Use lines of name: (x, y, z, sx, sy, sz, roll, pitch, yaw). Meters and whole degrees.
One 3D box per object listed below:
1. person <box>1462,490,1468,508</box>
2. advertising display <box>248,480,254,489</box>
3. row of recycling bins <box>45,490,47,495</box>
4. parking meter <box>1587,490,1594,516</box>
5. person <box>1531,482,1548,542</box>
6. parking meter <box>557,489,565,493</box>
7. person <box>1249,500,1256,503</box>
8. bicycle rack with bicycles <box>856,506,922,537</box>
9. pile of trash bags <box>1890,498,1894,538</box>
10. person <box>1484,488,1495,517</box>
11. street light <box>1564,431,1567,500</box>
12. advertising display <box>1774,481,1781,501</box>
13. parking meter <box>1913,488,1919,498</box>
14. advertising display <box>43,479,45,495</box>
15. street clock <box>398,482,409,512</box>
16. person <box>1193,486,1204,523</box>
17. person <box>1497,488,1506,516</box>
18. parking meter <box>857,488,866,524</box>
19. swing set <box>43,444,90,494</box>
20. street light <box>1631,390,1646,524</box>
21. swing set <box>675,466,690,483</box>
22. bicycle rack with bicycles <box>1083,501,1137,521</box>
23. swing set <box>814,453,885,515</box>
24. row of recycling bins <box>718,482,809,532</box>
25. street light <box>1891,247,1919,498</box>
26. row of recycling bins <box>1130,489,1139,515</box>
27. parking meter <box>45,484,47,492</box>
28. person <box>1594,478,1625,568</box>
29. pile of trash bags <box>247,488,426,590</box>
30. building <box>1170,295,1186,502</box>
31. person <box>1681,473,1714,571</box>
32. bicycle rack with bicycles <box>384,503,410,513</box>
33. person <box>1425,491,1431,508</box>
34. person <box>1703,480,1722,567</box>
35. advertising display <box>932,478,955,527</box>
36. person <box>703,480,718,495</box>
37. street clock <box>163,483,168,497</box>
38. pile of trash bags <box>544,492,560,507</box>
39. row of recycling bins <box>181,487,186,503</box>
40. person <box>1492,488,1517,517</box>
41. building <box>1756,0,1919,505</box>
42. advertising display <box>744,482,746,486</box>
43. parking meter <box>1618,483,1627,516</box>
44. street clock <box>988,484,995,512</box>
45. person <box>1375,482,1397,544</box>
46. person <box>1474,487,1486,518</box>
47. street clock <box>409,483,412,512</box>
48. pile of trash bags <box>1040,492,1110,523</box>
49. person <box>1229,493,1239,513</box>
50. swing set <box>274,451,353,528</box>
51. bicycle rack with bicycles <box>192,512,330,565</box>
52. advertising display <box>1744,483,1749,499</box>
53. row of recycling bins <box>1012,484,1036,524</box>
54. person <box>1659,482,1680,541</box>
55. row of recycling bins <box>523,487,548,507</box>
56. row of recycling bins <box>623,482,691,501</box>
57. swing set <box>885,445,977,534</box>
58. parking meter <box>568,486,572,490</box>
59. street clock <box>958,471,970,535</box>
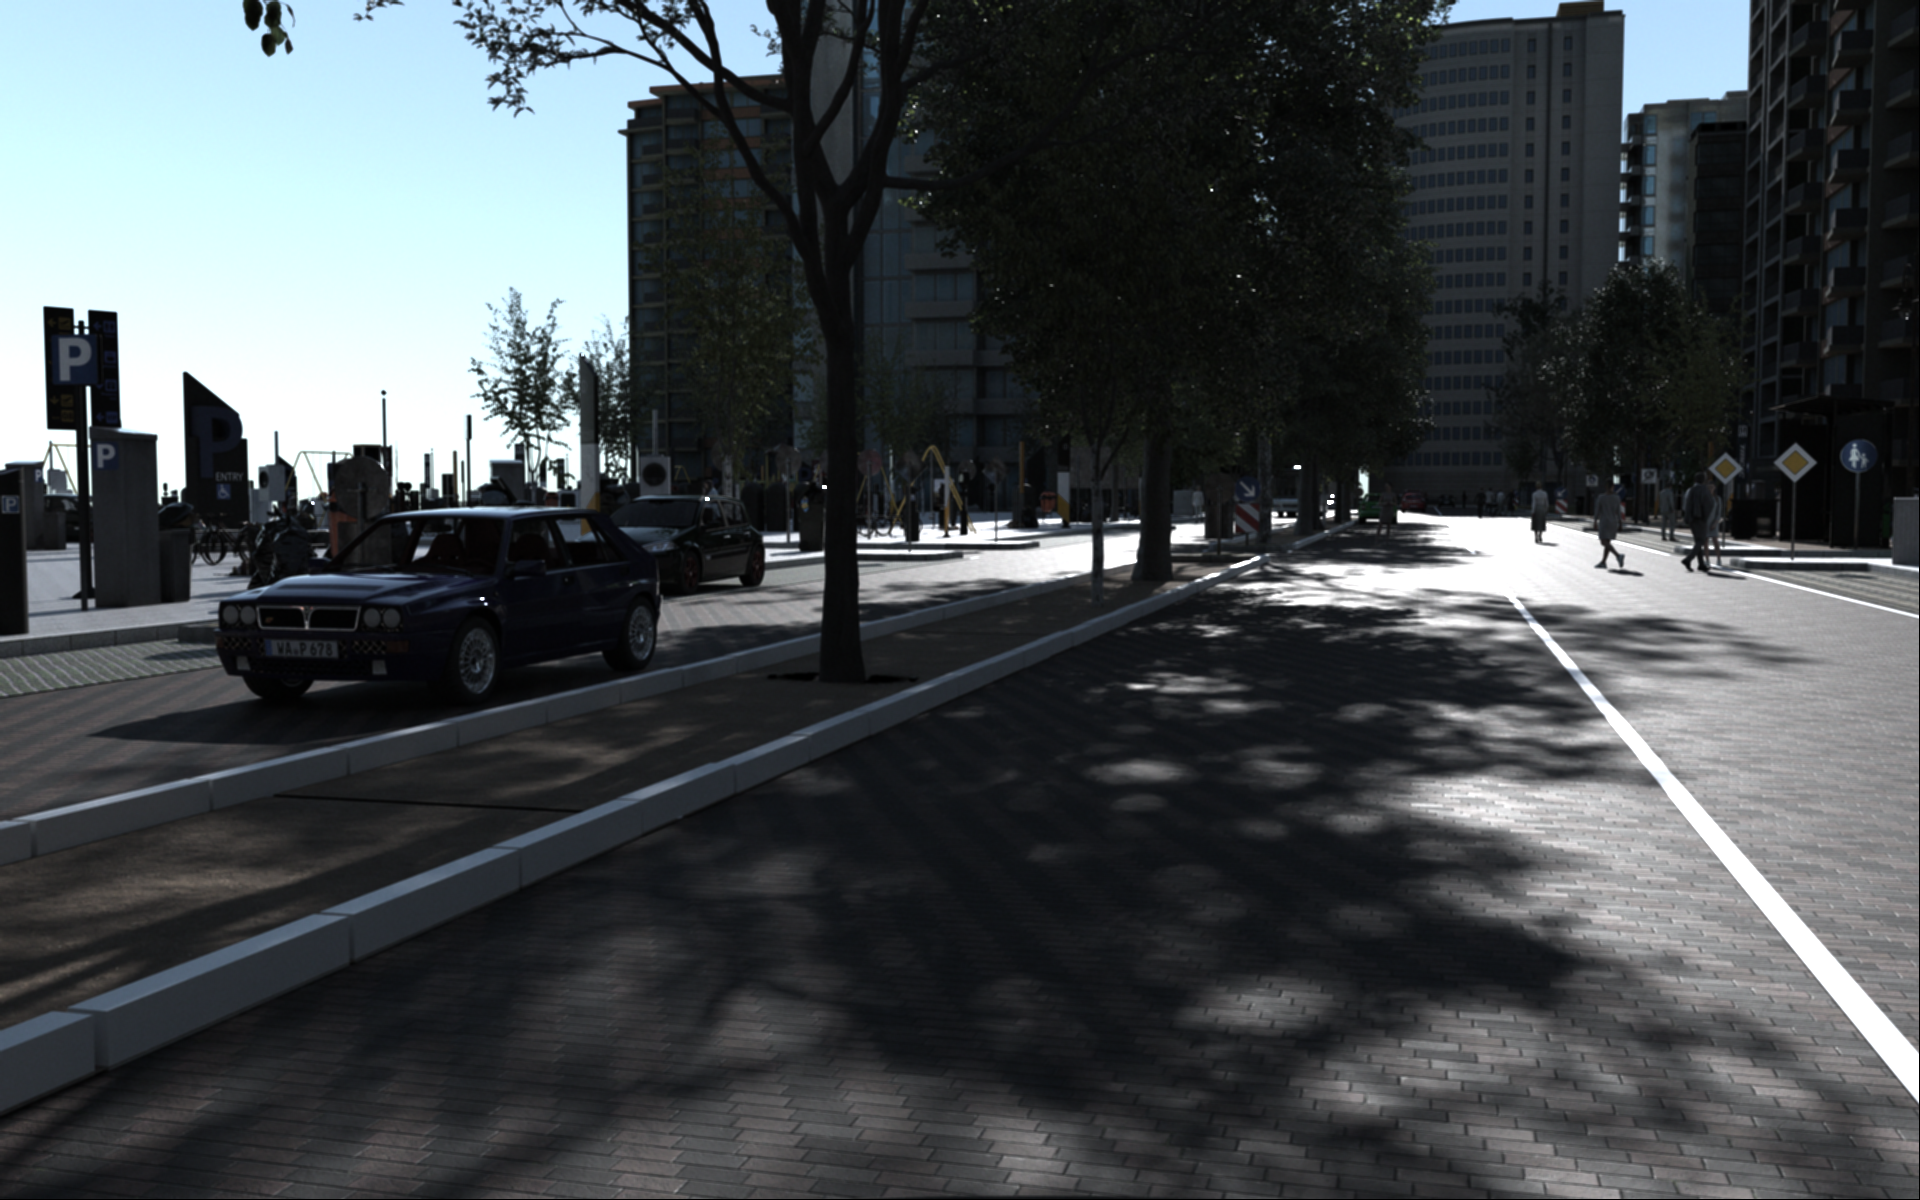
person: (50.806, -10.145, 174.387, 0.705, 1.821, 1.348, 3, 4, 36)
advertising display: (-33.296, -4.634, 80.982, 0.974, 1.923, 0.123, 3, 5, 41)
row of recycling bins: (-51.396, -5.298, 93.732, 3.534, 1.692, 1.069, -2, 4, -27)
parking meter: (36.731, -5.659, 100.933, 0.372, 1.533, 0.369, 0, 3, 0)
person: (17.104, -2.593, 51.118, 0.478, 1.798, 0.641, 1, 4, 21)
parking meter: (-20.065, -4.818, 87.183, 0.372, 1.533, 0.369, 0, 3, 0)
person: (15.039, -4.929, 89.435, 0.694, 1.780, 0.624, -1, 4, -16)
bicycle rack with bicycles: (-2.958, -2.413, 52.832, 2.925, 0.926, 2.852, 2, 4, 28)
pile of trash bags: (26.774, -2.570, 51.769, 3.447, 1.369, 1.912, 3, 4, 38)
person: (32.816, -6.060, 107.422, 0.661, 1.843, 0.795, 2, 4, 30)
street light: (39.511, -8.571, 112.927, 0.468, 5.910, 1.993, 1, 4, 15)
advertising display: (42.079, -5.089, 88.420, 0.974, 1.923, 0.123, 3, 5, 45)
parking meter: (39.642, -3.870, 71.683, 0.372, 1.533, 0.369, 0, 3, 0)
advertising display: (-38.156, -4.039, 71.258, 0.123, 1.923, 0.974, 3, 4, 39)
street clock: (-33.659, -6.103, 104.346, 0.358, 2.002, 0.471, 1, 4, 23)
person: (11.692, -4.677, 84.846, 0.514, 1.842, 0.818, 0, 4, -8)
person: (34.966, -6.319, 112.039, 0.641, 1.798, 0.478, -3, 5, -39)
parking meter: (-4.136, -3.916, 72.433, 0.372, 1.533, 0.369, 0, 3, 0)
swing set: (-27.851, -3.536, 55.434, 2.862, 2.851, 3.119, 1, 4, 13)
street light: (29.434, -6.265, 75.214, 0.468, 5.910, 1.993, 1, 4, 15)
swing set: (-16.276, -6.101, 97.365, 2.862, 2.851, 3.119, -3, 4, -39)
bicycle rack with bicycles: (6.636, -4.255, 82.950, 2.925, 0.926, 2.852, 3, 5, 44)
swing set: (-4.042, -4.143, 65.357, 2.862, 2.851, 3.119, 3, 4, 38)
row of recycling bins: (-6.677, -3.224, 59.818, 3.534, 1.692, 1.069, 1, 4, 11)
street light: (17.930, -3.660, 32.621, 0.468, 5.910, 1.993, 1, 4, 15)
row of recycling bins: (11.402, -6.015, 105.456, 1.069, 1.692, 3.534, 2, 4, 34)
parking meter: (-52.253, -5.690, 98.747, 0.399, 1.863, 0.255, 1, 4, 22)
person: (12.521, -1.472, 33.321, 0.466, 1.731, 0.760, -2, 4, -30)
pile of trash bags: (-8.110, -0.774, 22.415, 1.912, 1.369, 3.447, -2, 4, -27)
building: (15.987, -24.941, 179.485, 14.107, 30.474, 14.160, 1, 4, 15)
person: (13.785, -1.450, 32.313, 0.850, 1.850, 0.679, -2, 4, -26)
bicycle rack with bicycles: (-30.821, -4.841, 92.530, 2.925, 0.926, 2.852, -1, 4, -21)
person: (49.171, -10.623, 182.908, 1.217, 1.743, 0.721, 0, 4, 6)
person: (14.902, -1.524, 34.417, 0.512, 1.701, 0.522, 2, 4, 31)
advertising display: (-0.647, -3.858, 68.289, 0.974, 1.923, 0.123, -2, 4, -26)
person: (-6.312, -2.169, 44.221, 0.793, 1.790, 0.793, 1, 4, 19)
street clock: (-51.894, -6.642, 113.165, 0.358, 2.002, 0.471, -1, 4, -18)
pile of trash bags: (-18.512, -4.538, 83.949, 3.447, 1.369, 1.912, 2, 4, 27)
row of recycling bins: (-44.470, -5.870, 103.090, 3.534, 1.692, 1.069, -1, 4, -17)
person: (34.535, -6.182, 109.796, 1.509, 1.804, 0.699, 1, 4, 22)
building: (57.599, -26.814, 93.037, 22.147, 44.769, 28.867, 1, 4, 15)
advertising display: (-11.453, -5.401, 93.523, 0.123, 1.923, 0.974, 0, 4, 8)
parking meter: (36.301, -5.459, 94.963, 0.255, 1.863, 0.399, -2, 4, -32)
street clock: (2.230, -7.111, 120.827, 0.471, 2.002, 0.358, 2, 4, 26)
person: (12.126, -2.475, 49.301, 0.599, 1.781, 0.374, 1, 4, 13)
person: (31.258, -5.854, 103.992, 0.659, 1.850, 0.755, 2, 4, 27)
street clock: (-34.082, -6.258, 106.883, 0.358, 2.002, 0.471, 3, 5, 44)
pile of trash bags: (5.089, -4.234, 78.973, 3.447, 1.369, 1.912, 3, 4, 37)
person: (13.487, -4.665, 84.876, 0.850, 1.850, 0.679, 2, 4, 35)
swing set: (-23.564, -4.075, 64.250, 2.862, 2.851, 3.119, 1, 4, 15)
bicycle rack with bicycles: (-12.999, -1.110, 31.536, 2.852, 0.926, 2.925, 2, 4, 24)
advertising display: (44.766, -5.661, 97.765, 0.123, 1.923, 0.974, -3, 5, -41)
row of recycling bins: (2.755, -4.146, 74.894, 1.069, 1.692, 3.534, 0, 4, 1)
person: (21.571, -2.702, 52.778, 0.391, 1.810, 0.635, -2, 4, -26)
row of recycling bins: (-24.747, -5.580, 98.342, 3.534, 1.692, 1.069, 2, 4, 34)
row of recycling bins: (-10.409, -3.230, 59.924, 1.069, 1.692, 3.534, 2, 4, 32)
swing set: (-0.935, -3.626, 56.900, 2.862, 2.851, 3.119, 0, 4, -2)
parking meter: (-28.071, -7.280, 124.742, 0.255, 1.863, 0.399, 0, 4, -6)
street clock: (0.121, -3.045, 54.361, 0.358, 2.002, 0.471, -1, 4, -23)
